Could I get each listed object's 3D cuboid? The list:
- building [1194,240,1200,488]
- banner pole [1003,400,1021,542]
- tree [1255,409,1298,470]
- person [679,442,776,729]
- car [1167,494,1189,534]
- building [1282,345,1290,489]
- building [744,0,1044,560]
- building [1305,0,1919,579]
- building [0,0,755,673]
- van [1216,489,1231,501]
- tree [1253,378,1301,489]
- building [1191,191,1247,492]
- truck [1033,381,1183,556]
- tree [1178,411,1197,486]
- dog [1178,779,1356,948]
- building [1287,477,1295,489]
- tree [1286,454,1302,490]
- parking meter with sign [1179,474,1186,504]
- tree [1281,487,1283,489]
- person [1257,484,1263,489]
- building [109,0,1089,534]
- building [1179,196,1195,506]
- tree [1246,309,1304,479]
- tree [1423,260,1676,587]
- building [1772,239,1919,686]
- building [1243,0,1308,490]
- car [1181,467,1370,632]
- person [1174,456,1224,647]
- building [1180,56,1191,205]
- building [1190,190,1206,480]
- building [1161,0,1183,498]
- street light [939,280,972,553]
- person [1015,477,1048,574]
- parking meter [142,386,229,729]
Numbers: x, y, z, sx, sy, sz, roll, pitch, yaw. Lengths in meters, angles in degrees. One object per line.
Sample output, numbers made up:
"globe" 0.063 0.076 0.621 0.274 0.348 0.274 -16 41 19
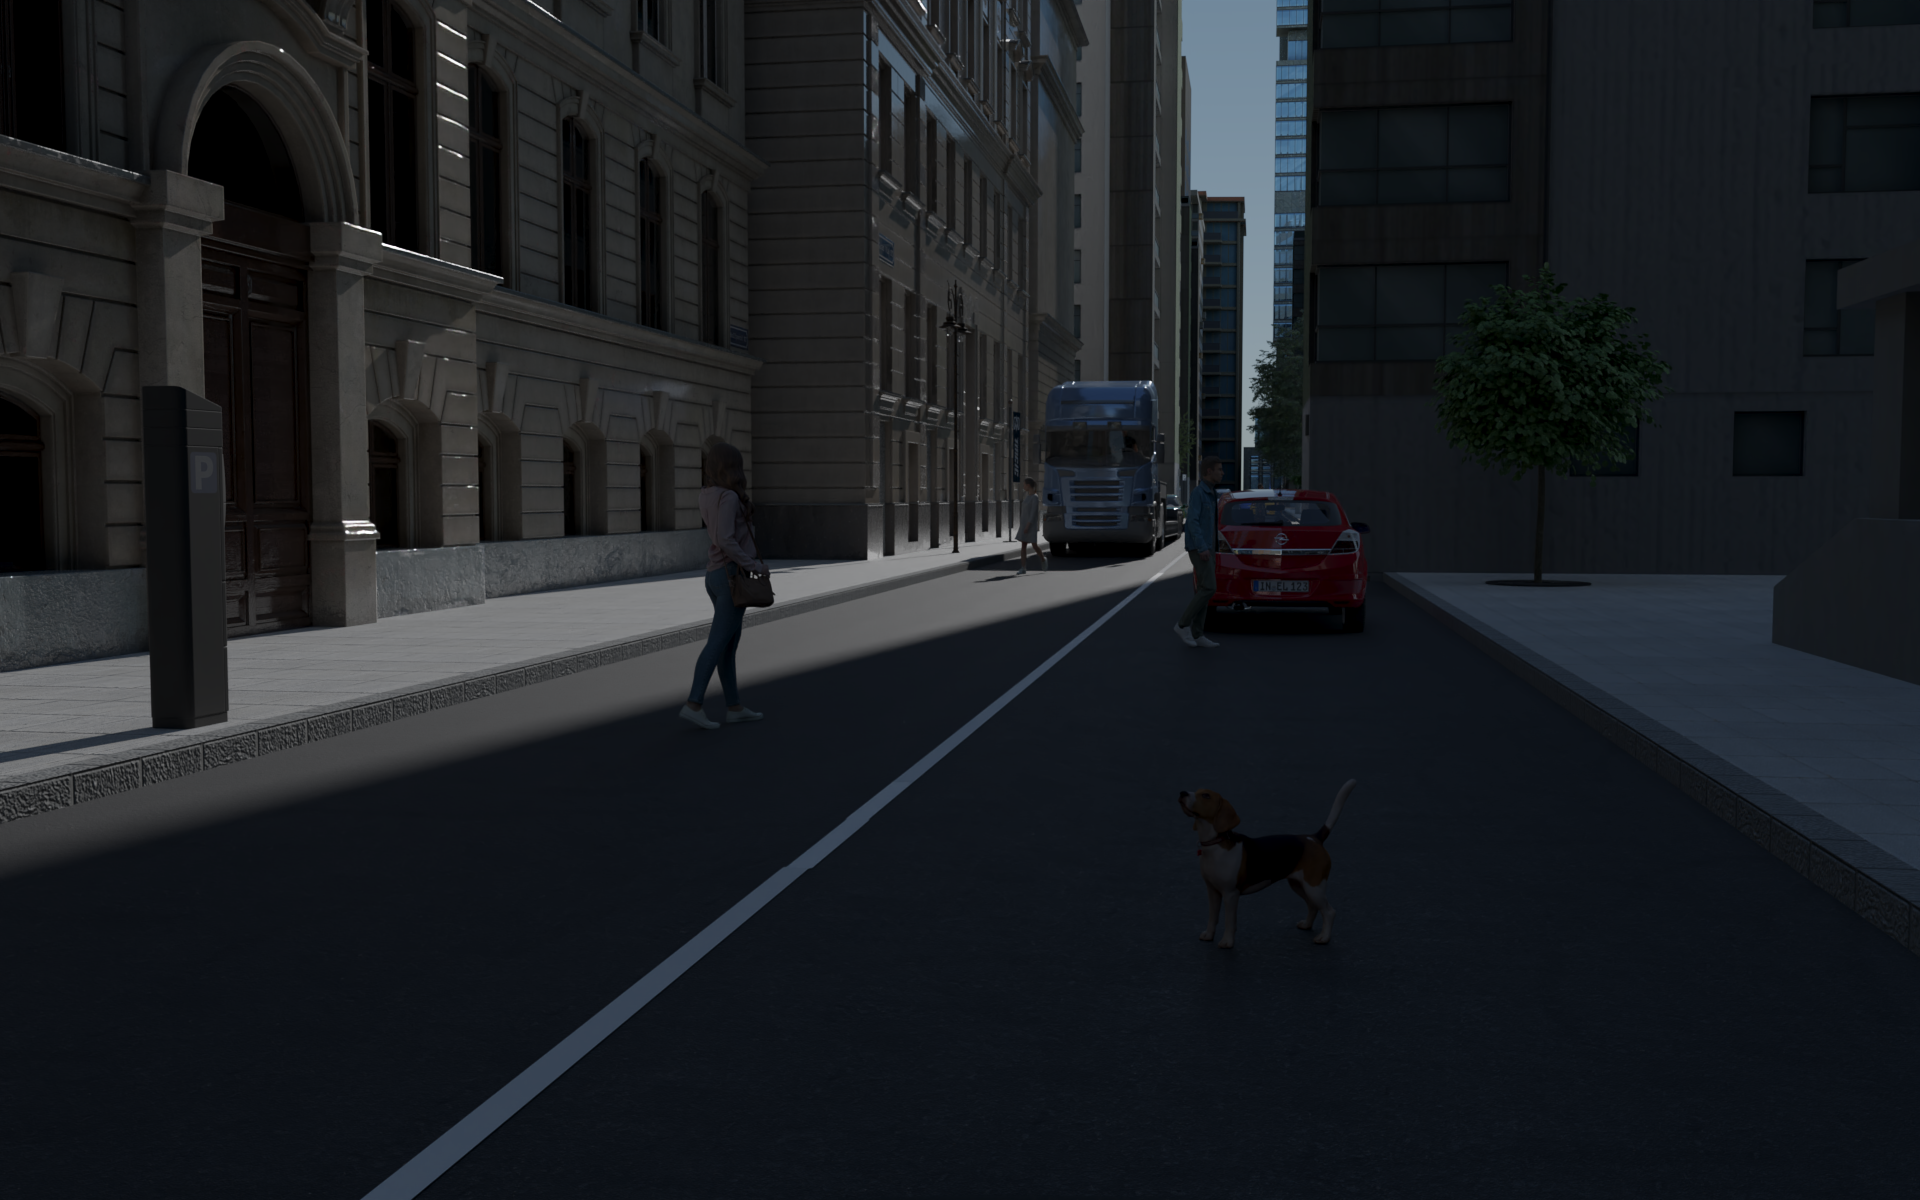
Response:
"building" 18.922 -25.591 190.106 14.160 30.474 14.107 1 4 10
"banner pole" 1.443 -3.441 46.283 0.401 3.779 0.863 2 4 27
"tree" 30.351 -13.398 153.469 8.767 10.594 7.601 -1 4 -10
"person" -1.486 -0.100 10.726 0.643 1.750 0.593 -2 4 -29
"car" 7.416 -3.202 64.155 2.131 1.459 4.920 1 4 10
"building" 53.575 -22.366 210.721 27.650 21.520 28.899 1 4 10
"building" -5.291 -15.186 45.559 12.463 27.353 25.104 1 4 10
"building" 13.816 -15.994 33.197 14.160 30.474 14.107 1 4 10
"building" -11.788 -12.038 15.906 14.460 24.649 34.723 1 4 10
"van" 21.331 -8.192 140.953 2.013 2.044 4.112 1 4 10
"tree" 28.169 -13.340 143.872 9.928 11.665 9.643 0 3 0
"building" 26.206 -36.297 248.074 28.867 44.769 22.147 1 4 10
"truck" 4.479 -3.505 47.068 2.967 4.110 18.799 1 4 10
"tree" 18.264 -12.056 147.478 4.737 8.622 4.395 0 3 0
"dog" 0.984 0.841 5.540 0.406 0.507 0.540 2 4 31
"building" 48.690 -29.238 169.918 32.217 40.220 23.993 1 4 10
"tree" 24.684 -8.458 122.007 4.285 4.588 4.351 0 3 0
"parking meter with sign" 19.236 -9.639 153.861 0.543 3.016 1.738 -3 5 -44
"tree" 43.032 -14.336 228.994 1.663 3.219 1.824 0 3 0
"person" 11.106 -3.384 63.932 0.767 1.812 0.694 1 4 13
"building" -12.802 -15.233 68.147 34.723 24.649 14.460 1 4 10
"building" 14.248 -23.881 162.154 14.160 30.474 14.107 1 4 10
"tree" 22.947 -12.633 113.198 9.857 13.997 8.962 0 3 0
"tree" 8.202 -2.487 24.379 4.285 4.588 4.351 0 3 0
"building" 21.699 -19.099 4.153 32.217 40.220 23.993 1 4 10
"building" 55.821 -56.864 242.397 31.000 86.520 22.319 1 4 10
"car" 3.569 -0.644 19.564 2.155 1.783 4.494 1 4 9
"person" 2.237 -0.447 16.158 0.444 1.785 0.601 2 4 29
"building" 16.087 -32.147 175.720 14.600 45.320 14.200 1 4 10
"building" 18.116 -31.947 214.220 23.993 40.220 32.217 1 4 10
"building" 3.697 -24.633 86.350 14.154 41.232 14.086 1 4 10
"street light" -0.093 -3.958 37.505 0.468 5.910 1.993 1 4 10
"person" 1.274 -1.340 31.158 0.466 1.731 0.760 3 4 37
"parking meter" -4.279 -0.237 9.589 0.255 1.863 0.399 1 4 12
